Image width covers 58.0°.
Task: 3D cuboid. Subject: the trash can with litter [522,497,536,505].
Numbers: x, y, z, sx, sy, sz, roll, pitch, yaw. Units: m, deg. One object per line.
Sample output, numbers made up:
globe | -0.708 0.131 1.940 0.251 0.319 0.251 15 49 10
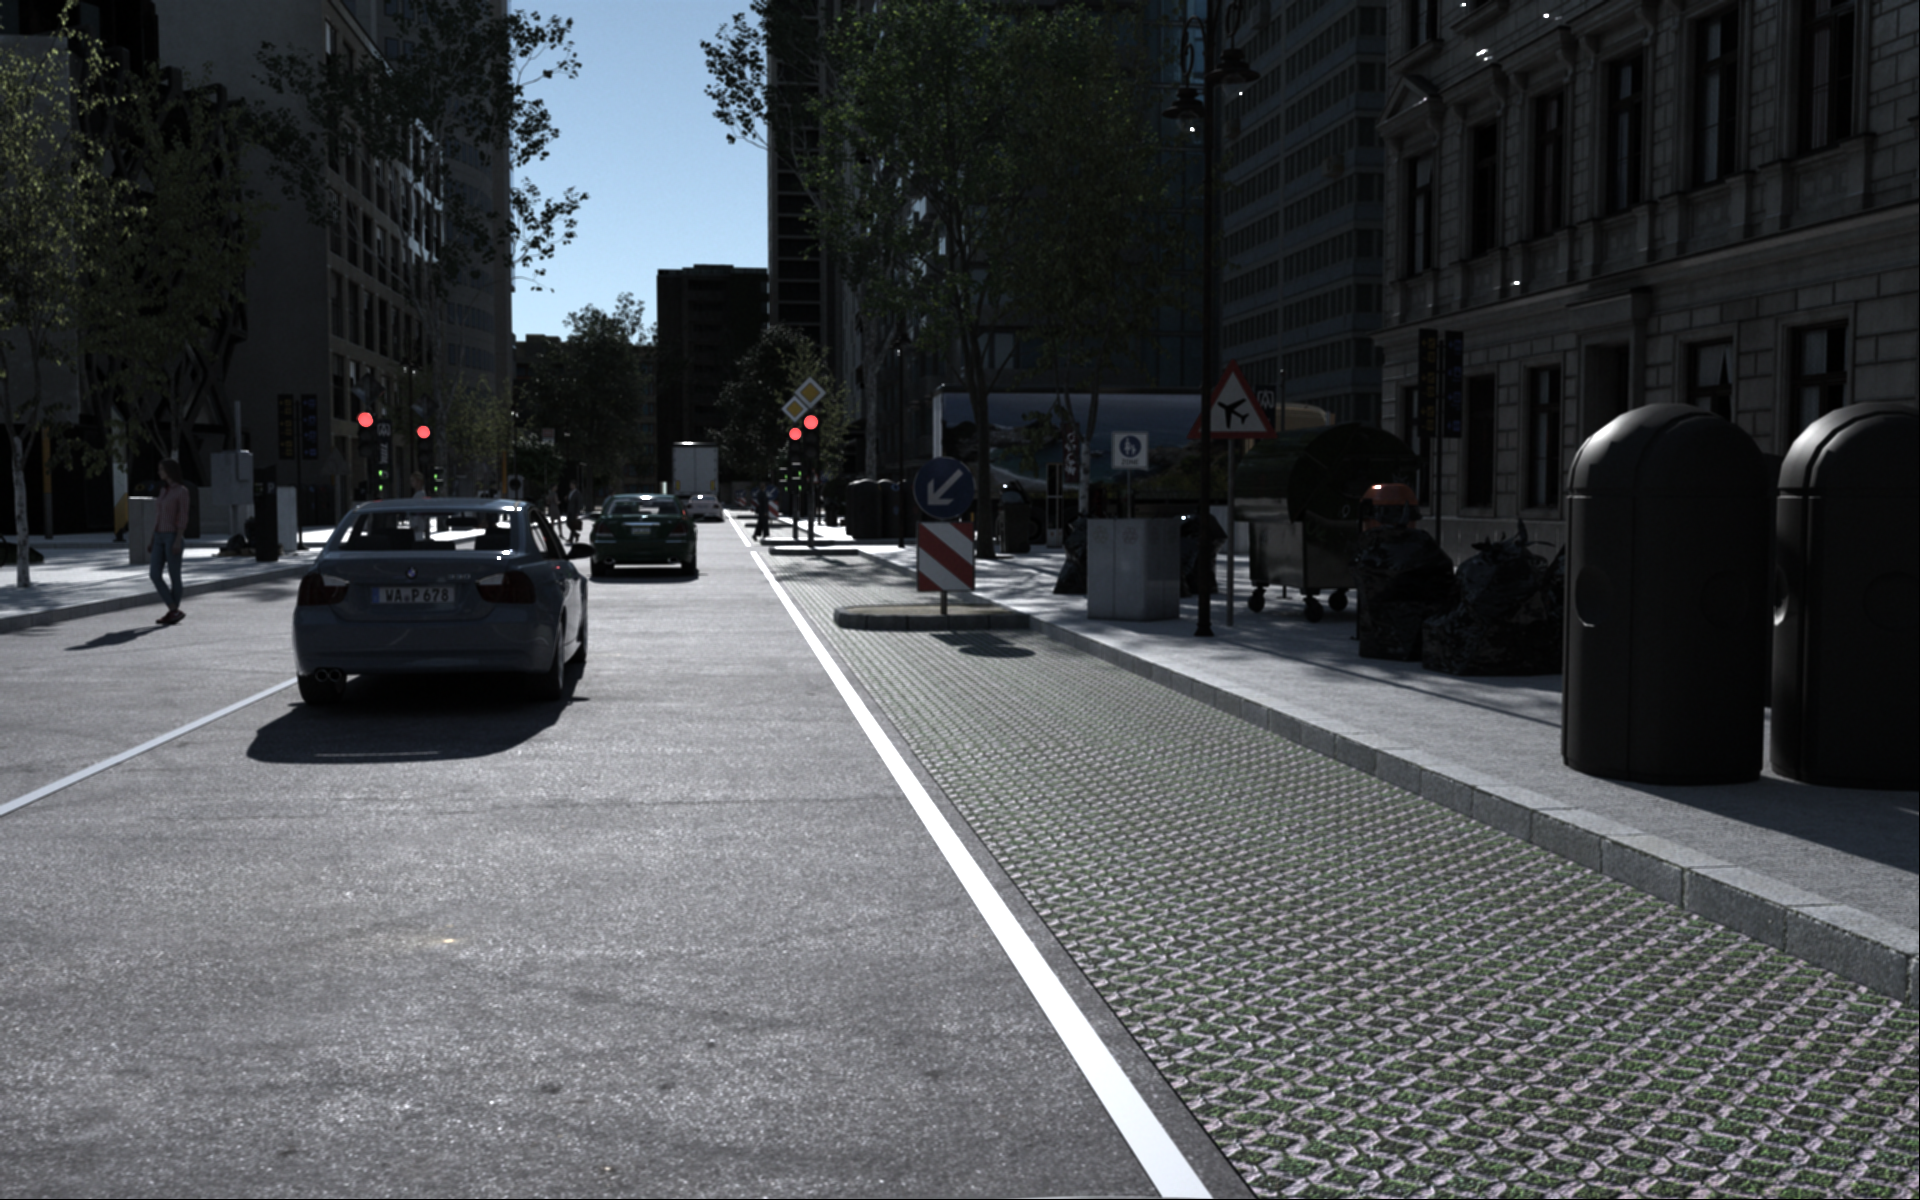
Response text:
trash can with litter | -19.263 -4.046 77.534 0.624 1.170 1.055 0 4 1

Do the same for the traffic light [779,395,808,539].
traffic light | -4.707 -3.689 49.228 0.839 4.253 0.868 0 4 -8

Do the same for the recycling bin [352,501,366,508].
recycling bin | -20.581 -2.907 60.089 0.722 1.027 0.722 3 5 40

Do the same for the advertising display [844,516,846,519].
advertising display | -5.611 -4.898 85.288 0.123 1.923 0.974 -1 4 -13

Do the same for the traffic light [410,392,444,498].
traffic light | -14.716 -3.601 47.797 0.839 4.253 0.868 0 4 -8

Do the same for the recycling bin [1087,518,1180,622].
recycling bin | 1.788 -0.322 17.819 0.722 1.027 0.722 3 4 38

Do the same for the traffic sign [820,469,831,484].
traffic sign | -6.744 -5.328 87.225 0.768 2.556 0.104 0 4 -6

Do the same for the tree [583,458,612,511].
tree | -28.097 -9.105 132.578 4.285 4.588 4.351 0 3 0

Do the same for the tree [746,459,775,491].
tree | -21.673 -14.463 186.828 4.737 8.622 4.395 0 3 0

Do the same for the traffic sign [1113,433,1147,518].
traffic sign | 2.780 -1.609 28.430 0.606 2.300 0.079 0 4 -8

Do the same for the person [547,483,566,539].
person | -12.794 -2.815 54.868 0.599 1.781 0.374 3 5 41

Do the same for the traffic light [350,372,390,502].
traffic light | -13.594 -3.117 39.891 0.839 4.253 0.868 0 4 -8

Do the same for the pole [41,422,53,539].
pole | -25.879 -3.379 49.092 0.158 3.312 0.155 0 3 0

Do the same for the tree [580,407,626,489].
tree | -29.722 -11.955 145.829 4.360 8.622 3.978 0 3 0

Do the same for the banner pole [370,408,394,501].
banner pole | -17.038 -3.719 50.828 0.863 3.779 0.401 -3 4 -38

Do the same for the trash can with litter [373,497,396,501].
trash can with litter | -20.901 -3.129 62.550 0.624 1.170 1.055 0 4 7

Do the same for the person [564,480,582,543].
person | -11.344 -2.596 50.905 0.622 1.834 0.822 2 4 26

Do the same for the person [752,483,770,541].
person | -6.035 -2.685 52.821 0.576 1.772 0.534 2 4 32

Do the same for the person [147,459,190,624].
person | -8.779 -0.652 19.175 0.555 1.821 0.388 1 4 20

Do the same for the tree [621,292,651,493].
tree | -30.285 -18.631 160.501 12.611 20.169 13.585 0 3 0

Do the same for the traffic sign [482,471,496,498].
traffic sign | -20.509 -4.483 75.427 0.606 2.300 0.079 0 4 -5

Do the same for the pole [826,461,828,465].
pole | -8.278 -6.948 107.442 0.158 3.312 0.155 0 3 0

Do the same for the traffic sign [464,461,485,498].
traffic sign | -18.532 -4.036 66.103 0.768 2.556 0.104 0 4 -6

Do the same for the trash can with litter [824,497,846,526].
trash can with litter | -4.871 -3.523 68.993 1.055 1.170 0.624 1 4 13

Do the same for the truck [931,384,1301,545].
truck | 4.957 -3.498 46.108 11.283 4.237 2.839 0 4 -7

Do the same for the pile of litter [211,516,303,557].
pile of litter | -14.594 -1.348 36.003 1.719 0.858 1.176 -1 4 -9

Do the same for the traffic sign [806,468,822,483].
traffic sign | -7.215 -5.195 84.945 0.884 2.594 0.081 0 4 -4

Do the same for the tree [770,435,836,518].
tree | -8.403 -6.599 91.614 4.285 4.588 4.351 0 3 0

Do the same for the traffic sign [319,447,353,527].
traffic sign | -17.058 -2.896 47.348 0.884 2.594 0.081 0 4 -7

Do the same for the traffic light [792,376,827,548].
traffic light | -3.585 -3.205 41.322 0.839 4.253 0.868 0 4 -8

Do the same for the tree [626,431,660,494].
tree | -36.397 -15.124 197.635 4.737 8.622 4.395 0 3 0

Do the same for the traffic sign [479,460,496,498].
traffic sign | -18.294 -4.076 66.650 0.884 2.594 0.081 0 4 -3

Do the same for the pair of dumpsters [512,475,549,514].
pair of dumpsters | -21.117 -5.039 84.878 1.574 2.255 4.437 0 4 -8

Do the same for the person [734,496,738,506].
person | -24.744 -11.237 192.737 0.721 1.766 1.217 2 4 29

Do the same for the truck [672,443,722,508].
truck | -15.325 -6.855 100.987 2.839 4.237 11.283 0 4 -7

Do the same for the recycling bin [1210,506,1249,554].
recycling bin | 5.850 -1.518 37.379 0.722 1.027 0.722 3 4 37

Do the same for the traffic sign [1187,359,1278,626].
traffic sign | 2.623 -1.025 16.763 0.884 2.594 0.081 0 4 -3

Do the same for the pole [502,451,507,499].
pole | -21.533 -5.386 81.898 0.158 3.312 0.155 0 3 0

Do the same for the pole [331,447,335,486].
pole | -27.011 -4.946 74.708 0.158 3.312 0.155 0 3 0

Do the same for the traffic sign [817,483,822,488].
traffic sign | -8.680 -6.405 105.901 0.795 2.450 0.064 0 4 -4

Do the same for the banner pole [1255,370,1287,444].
banner pole | 6.305 -2.750 34.986 0.863 3.779 0.401 -1 4 -17

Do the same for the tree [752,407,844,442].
tree | -12.757 -11.967 130.076 7.601 10.594 8.767 1 4 20

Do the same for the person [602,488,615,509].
person | -9.845 -2.359 48.885 0.330 1.601 0.589 -3 5 -40

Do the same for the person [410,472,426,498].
person | -8.710 -1.168 27.953 0.624 1.780 0.694 0 4 -1
